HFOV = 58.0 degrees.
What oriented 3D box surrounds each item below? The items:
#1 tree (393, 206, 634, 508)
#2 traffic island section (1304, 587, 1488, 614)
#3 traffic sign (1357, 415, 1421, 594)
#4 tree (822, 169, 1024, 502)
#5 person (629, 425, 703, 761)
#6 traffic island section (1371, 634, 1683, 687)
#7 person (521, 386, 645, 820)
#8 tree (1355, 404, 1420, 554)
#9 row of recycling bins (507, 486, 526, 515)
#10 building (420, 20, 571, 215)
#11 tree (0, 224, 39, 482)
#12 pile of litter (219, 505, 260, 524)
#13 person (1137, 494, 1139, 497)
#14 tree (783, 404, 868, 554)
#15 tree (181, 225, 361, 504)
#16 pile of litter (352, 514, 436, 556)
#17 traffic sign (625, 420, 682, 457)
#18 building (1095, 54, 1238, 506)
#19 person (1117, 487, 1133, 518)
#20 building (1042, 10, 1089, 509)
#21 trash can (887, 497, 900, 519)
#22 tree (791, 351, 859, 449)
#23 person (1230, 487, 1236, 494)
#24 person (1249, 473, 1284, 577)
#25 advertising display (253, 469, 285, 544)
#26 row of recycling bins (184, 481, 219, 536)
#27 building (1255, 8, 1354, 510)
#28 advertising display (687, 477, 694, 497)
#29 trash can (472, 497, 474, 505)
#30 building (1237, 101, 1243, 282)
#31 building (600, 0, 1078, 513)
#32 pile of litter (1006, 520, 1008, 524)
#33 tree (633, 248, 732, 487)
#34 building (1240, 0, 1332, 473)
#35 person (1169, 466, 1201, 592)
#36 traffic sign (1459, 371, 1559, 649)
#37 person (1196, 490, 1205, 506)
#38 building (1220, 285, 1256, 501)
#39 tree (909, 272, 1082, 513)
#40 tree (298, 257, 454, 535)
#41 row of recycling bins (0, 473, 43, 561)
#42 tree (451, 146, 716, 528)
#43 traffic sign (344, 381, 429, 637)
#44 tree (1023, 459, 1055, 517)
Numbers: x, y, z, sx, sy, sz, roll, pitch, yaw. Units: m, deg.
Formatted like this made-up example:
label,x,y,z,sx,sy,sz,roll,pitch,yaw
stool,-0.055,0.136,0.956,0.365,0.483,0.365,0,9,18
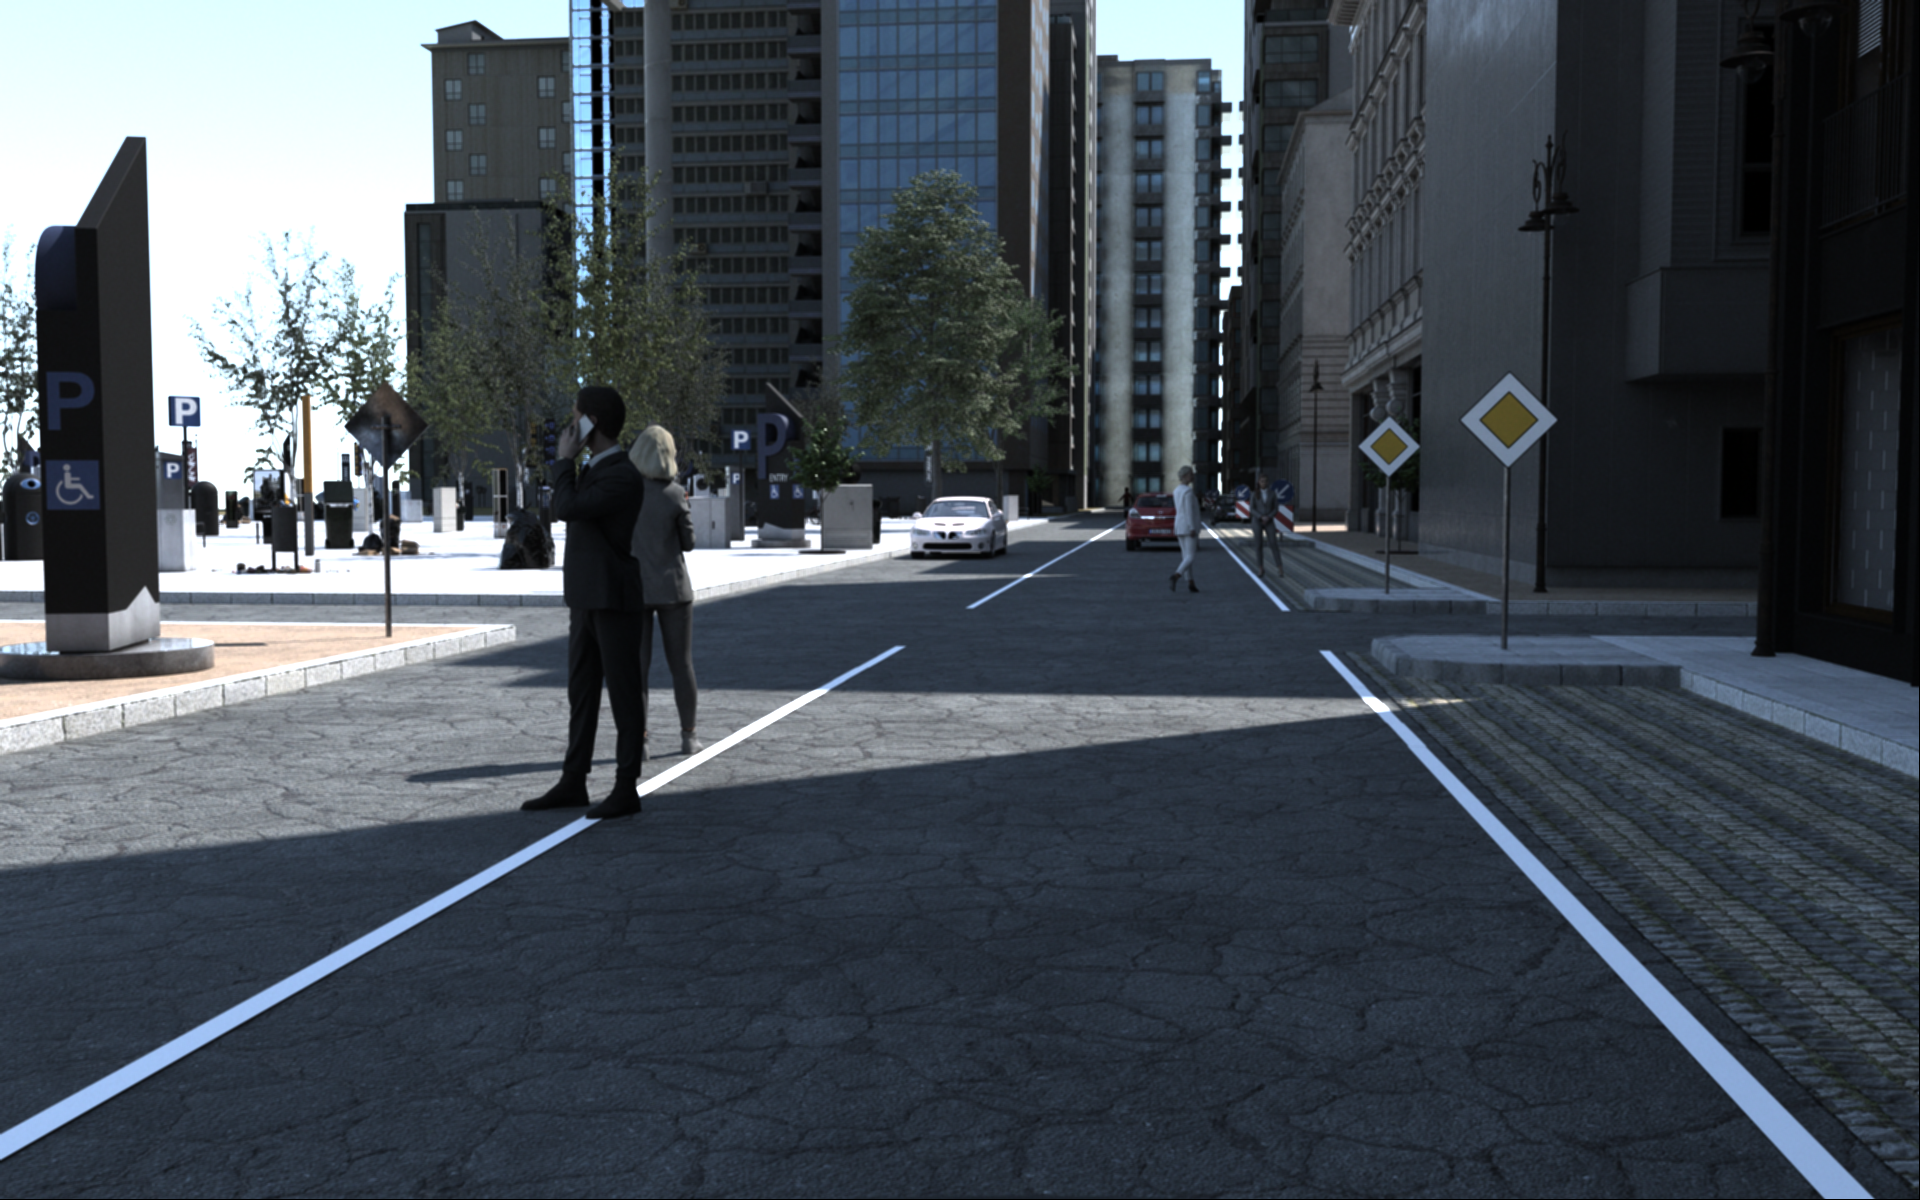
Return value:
label,x,y,z,sx,sy,sz,roll,pitch,yaw
tree,-11.374,-5.721,43.902,4.360,8.622,3.978,0,3,0
traffic island section,5.506,0.001,22.260,2.009,0.180,2.903,0,4,7
traffic sign,5.481,-1.134,22.186,0.795,2.450,0.064,0,4,7
tree,-1.178,-8.753,61.246,7.486,12.596,7.792,0,3,0
person,-1.707,-0.049,9.485,0.537,1.800,0.526,0,4,4
traffic island section,4.522,0.486,14.336,2.009,0.180,2.903,0,4,7
person,-1.649,0.010,7.697,0.474,1.900,0.648,-2,4,-31
tree,9.527,-2.626,37.542,1.663,3.219,1.824,0,3,0
row of recycling bins,-22.505,-4.877,86.859,1.069,1.692,3.534,-2,4,-23
building,-42.945,-37.425,201.129,27.495,52.752,28.713,0,4,7
tree,-26.164,-5.988,48.260,4.360,8.622,3.978,0,3,0
pile of litter,-31.113,-3.713,74.671,1.719,0.858,1.176,-1,4,-17
person,16.258,-8.893,157.128,0.421,1.427,0.697,-2,4,-31
tree,-3.039,-2.616,37.366,1.663,3.219,1.824,0,3,0
tree,-18.354,-5.902,46.862,4.360,8.622,3.978,0,3,0
pile of litter,-11.962,-1.388,36.652,1.719,0.858,1.176,-1,4,-16
traffic sign,-4.137,-1.208,23.396,0.795,2.450,0.064,0,4,7
building,14.471,-35.005,191.933,30.456,49.044,23.786,0,4,7
person,9.845,-5.758,102.600,1.348,1.831,0.705,-3,5,-44
building,3.243,-28.127,143.475,14.154,41.232,14.086,0,4,7
trash can,-3.482,-4.859,91.094,0.748,1.137,0.748,0,3,0
tree,-6.849,-8.398,87.673,4.360,8.622,3.978,0,3,0
person,14.103,-4.950,89.548,0.853,1.813,0.709,0,4,-4
person,5.271,-1.284,29.771,0.520,1.790,0.573,-1,4,-12
advertising display,-17.772,-2.406,44.547,0.974,1.923,0.123,2,4,25
row of recycling bins,-24.593,-2.817,53.179,3.534,1.692,1.069,0,4,-5
building,25.354,-20.486,106.651,14.160,30.474,14.107,0,4,7
advertising display,-10.109,-3.656,64.995,0.123,1.923,0.974,-1,4,-16
trash can,-25.226,-4.706,88.600,0.748,1.137,0.748,0,3,0
building,45.297,-34.748,187.744,30.456,49.044,23.786,0,4,7
building,-7.836,-26.535,125.727,32.217,40.220,23.993,0,4,7
pile of litter,1.512,-3.671,73.993,1.176,0.858,1.719,0,4,8
tree,-8.564,-6.193,51.626,4.360,8.622,3.978,0,3,0
building,34.734,-32.879,126.805,28.713,52.752,27.495,0,4,7
person,3.238,-1.023,25.097,0.818,1.842,0.514,-3,5,-42
traffic sign,4.497,-0.649,14.261,0.795,2.450,0.064,0,4,7
person,23.409,-9.810,168.899,1.348,1.823,0.705,1,4,21
building,37.909,-19.034,156.240,27.650,21.520,28.899,0,4,7
tree,1.721,-9.571,82.246,9.928,11.665,9.643,0,3,0
tree,-18.385,-6.320,53.689,4.737,8.622,4.395,0,3,0
row of recycling bins,-17.819,-1.638,33.899,1.069,1.692,3.534,3,5,45
tree,-7.624,-5.341,37.686,4.737,8.622,4.395,0,3,0
traffic sign,-5.121,-0.724,15.472,0.795,2.450,0.064,0,4,7
tree,4.255,-6.227,96.413,1.663,3.219,1.824,0,3,0
